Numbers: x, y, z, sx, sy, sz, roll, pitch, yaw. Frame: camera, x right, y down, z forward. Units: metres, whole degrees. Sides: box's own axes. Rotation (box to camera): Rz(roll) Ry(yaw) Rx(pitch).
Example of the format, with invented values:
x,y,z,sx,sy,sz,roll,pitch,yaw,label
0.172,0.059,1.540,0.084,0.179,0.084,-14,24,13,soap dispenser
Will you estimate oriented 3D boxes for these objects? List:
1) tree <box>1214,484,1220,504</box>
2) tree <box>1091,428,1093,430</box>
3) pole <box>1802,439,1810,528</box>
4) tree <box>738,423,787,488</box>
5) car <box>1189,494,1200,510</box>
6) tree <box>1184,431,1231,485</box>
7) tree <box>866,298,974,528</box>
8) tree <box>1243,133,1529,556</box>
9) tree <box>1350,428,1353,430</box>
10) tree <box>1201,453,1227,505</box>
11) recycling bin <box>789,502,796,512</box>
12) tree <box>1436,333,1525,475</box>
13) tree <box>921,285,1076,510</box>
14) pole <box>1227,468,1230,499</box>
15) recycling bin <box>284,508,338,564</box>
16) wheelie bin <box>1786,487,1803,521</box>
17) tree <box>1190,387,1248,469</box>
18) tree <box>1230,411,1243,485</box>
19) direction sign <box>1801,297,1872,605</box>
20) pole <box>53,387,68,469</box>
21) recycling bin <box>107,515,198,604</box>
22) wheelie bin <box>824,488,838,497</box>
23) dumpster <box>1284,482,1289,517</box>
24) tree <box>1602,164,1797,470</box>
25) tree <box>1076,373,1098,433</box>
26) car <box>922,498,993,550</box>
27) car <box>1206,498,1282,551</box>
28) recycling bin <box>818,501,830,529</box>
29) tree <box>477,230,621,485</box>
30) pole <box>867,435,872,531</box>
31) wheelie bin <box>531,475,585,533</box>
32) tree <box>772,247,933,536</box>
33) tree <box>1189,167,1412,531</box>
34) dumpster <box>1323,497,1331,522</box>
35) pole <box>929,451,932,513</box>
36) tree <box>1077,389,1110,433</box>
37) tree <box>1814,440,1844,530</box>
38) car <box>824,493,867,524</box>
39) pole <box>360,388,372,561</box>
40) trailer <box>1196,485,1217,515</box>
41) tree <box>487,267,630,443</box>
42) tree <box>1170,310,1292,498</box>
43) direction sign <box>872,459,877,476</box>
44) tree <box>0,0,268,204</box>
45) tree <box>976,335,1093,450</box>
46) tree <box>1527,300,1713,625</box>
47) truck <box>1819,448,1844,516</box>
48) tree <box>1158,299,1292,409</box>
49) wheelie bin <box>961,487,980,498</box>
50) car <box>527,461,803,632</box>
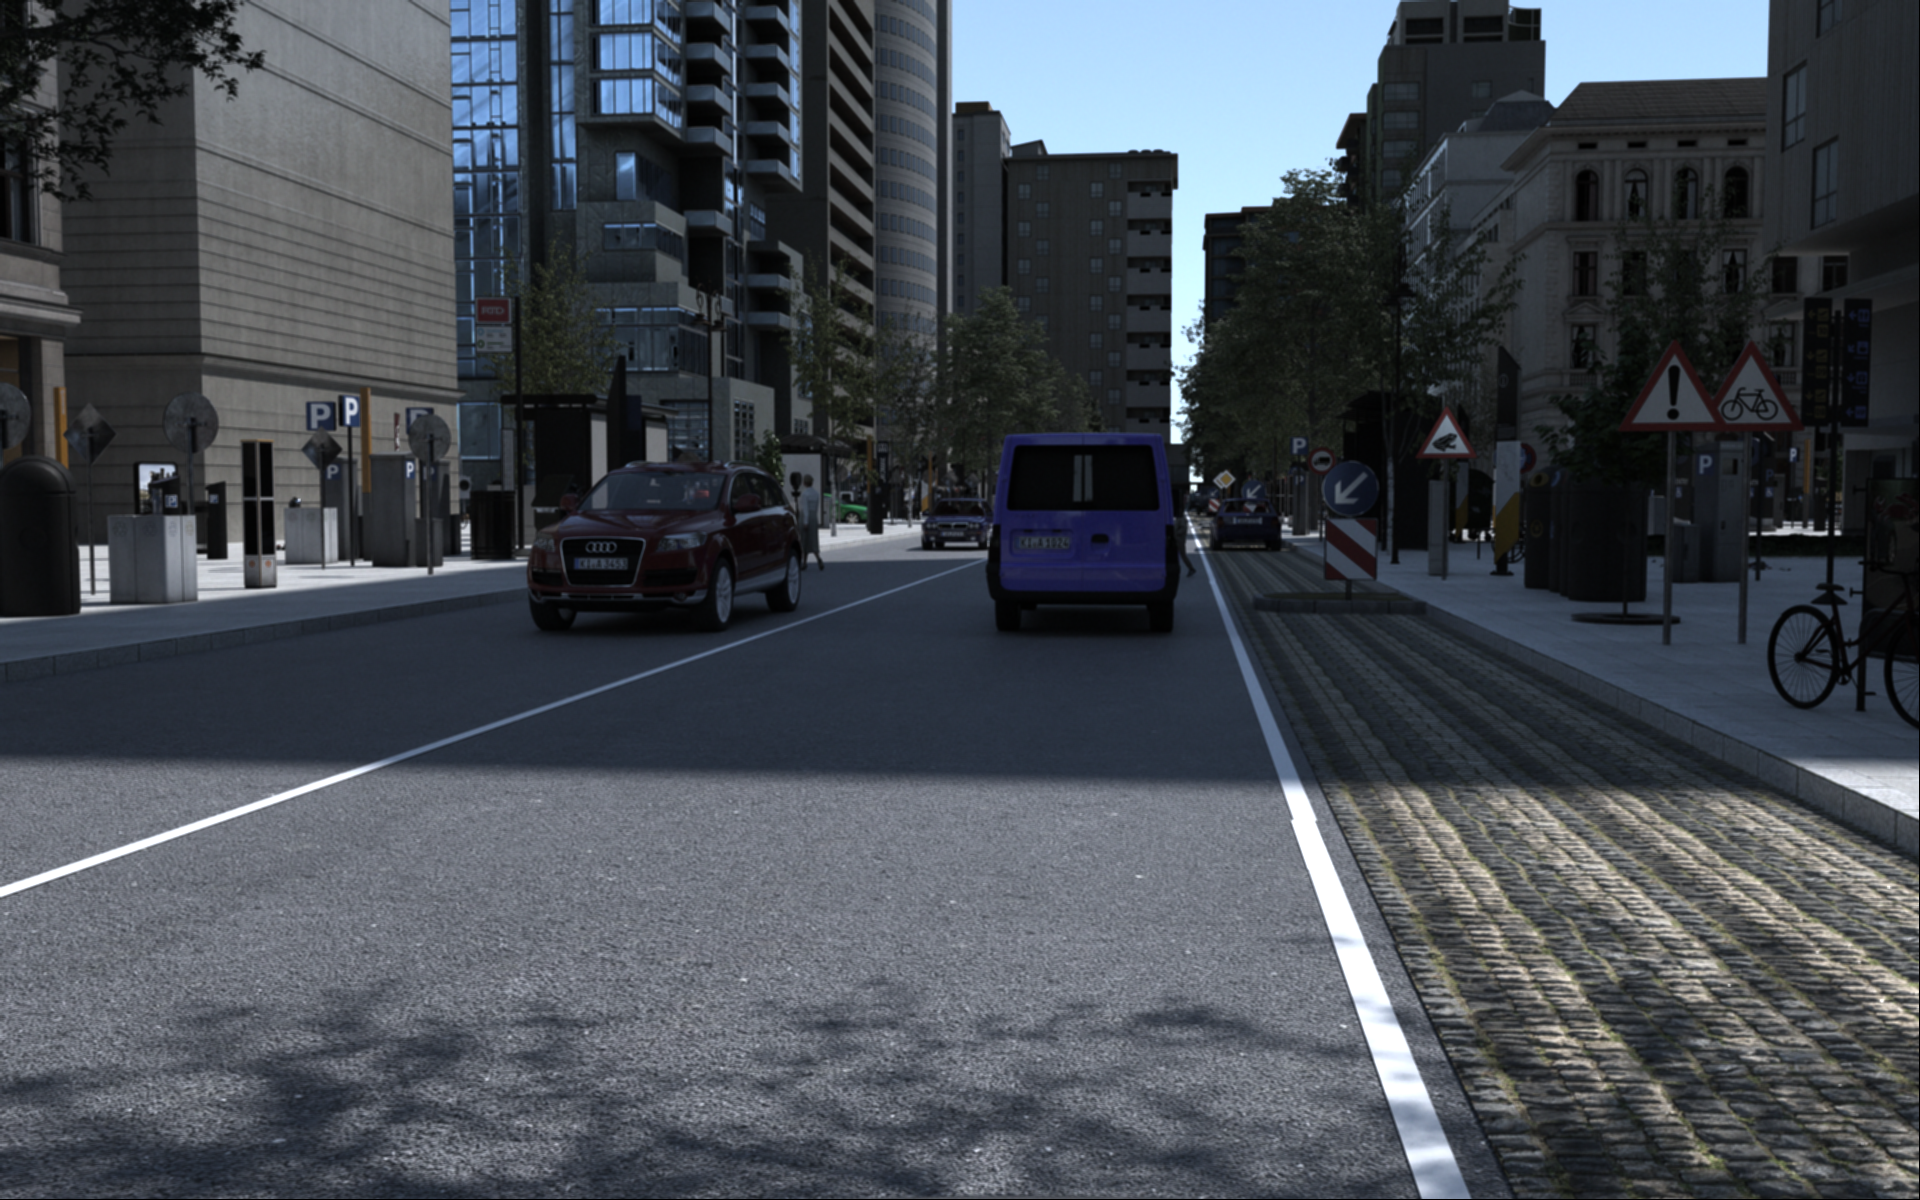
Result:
x,y,z,sx,sy,sz,roll,pitch,yaw,label
33.492,-14.230,227.263,1.663,3.219,1.824,0,3,0,tree
12.023,-13.787,175.786,4.737,8.622,4.395,0,3,0,tree
31.608,-4.332,64.675,0.158,3.312,0.155,0,3,0,pole
-5.172,-3.222,47.278,1.663,3.219,1.824,0,3,0,tree
21.527,-8.987,156.725,2.009,1.686,4.222,0,4,7,car
31.981,-17.443,219.599,8.767,10.594,7.601,3,4,36,tree
-1.691,-7.087,66.242,4.360,8.622,3.978,0,3,0,tree
9.107,-5.215,35.626,4.737,8.622,4.395,0,3,0,tree
30.917,-10.774,126.515,4.360,8.622,3.978,0,3,0,tree
30.226,-15.383,201.867,4.360,8.622,3.978,0,3,0,tree
-6.435,-3.075,62.833,0.722,1.027,0.722,-2,4,-32,recycling bin
24.116,-7.916,79.787,4.360,8.622,3.978,0,3,0,tree
1.657,-10.756,93.990,7.486,12.596,7.792,0,3,0,tree
19.855,-8.197,127.868,0.158,3.312,0.155,0,3,0,pole
-11.951,-1.184,31.907,0.722,1.027,0.722,0,4,3,recycling bin
39.381,-4.505,81.570,0.693,1.594,0.980,-1,4,-21,wheelie bin
22.785,-13.157,140.868,9.928,11.665,9.643,0,3,0,tree
15.953,-8.413,87.914,4.737,8.622,4.395,0,3,0,tree
10.148,-1.720,20.114,0.876,3.537,0.379,-1,4,-12,direction sign
-17.171,-2.403,33.131,0.158,3.312,0.155,0,3,0,pole
-9.542,-0.485,20.487,0.722,1.027,0.722,0,4,6,recycling bin
-6.325,-4.667,84.220,0.980,1.594,0.693,2,4,29,wheelie bin
15.096,-4.473,78.892,1.264,1.857,1.865,0,4,7,dumpster
16.603,-5.467,39.754,4.737,8.622,4.395,0,3,0,tree
7.344,-13.841,144.424,7.486,12.596,7.792,0,3,0,tree
0.022,-2.020,45.601,1.945,1.354,3.894,0,4,6,car
7.350,-1.967,44.738,1.945,1.354,3.894,0,4,7,car
-5.296,-3.159,64.204,0.722,1.027,0.722,-3,5,-43,recycling bin
-11.813,-6.050,49.280,4.737,8.622,4.395,0,3,0,tree
-3.108,-4.012,59.440,0.158,3.312,0.155,0,3,0,pole
-6.606,-1.261,28.518,0.980,1.594,0.693,2,4,31,wheelie bin
-3.632,-6.220,52.063,4.737,8.622,4.395,0,3,0,tree
12.296,-8.747,61.142,7.486,12.596,7.792,0,3,0,tree
17.150,-4.647,78.468,1.502,2.255,1.985,0,4,7,dumpster
-1.395,-5.358,81.445,0.158,3.312,0.155,0,3,0,pole
12.627,-16.393,185.031,9.611,12.733,9.660,0,3,0,tree
31.647,-4.159,62.599,1.663,3.219,1.824,0,3,0,tree
-5.919,-4.111,76.014,4.718,1.807,1.959,0,4,8,car
-11.387,-2.411,33.256,0.158,3.312,0.155,0,3,0,pole
16.104,-6.461,112.687,1.471,1.999,3.904,0,4,5,trailer
-12.793,-6.425,55.408,4.360,8.622,3.978,0,3,0,tree
19.578,-13.123,121.211,9.857,13.997,8.962,0,3,0,tree
-5.286,-7.274,110.933,0.876,3.537,0.379,0,4,-6,direction sign
-8.567,-4.744,11.982,8.767,10.594,7.601,-1,4,-16,tree
5.487,-13.487,130.886,12.009,13.543,11.850,0,3,0,tree
6.744,-1.401,17.509,1.663,3.219,1.824,0,3,0,tree
39.923,-4.620,71.468,9.791,3.379,3.469,0,4,5,truck
25.752,-19.066,167.614,12.611,20.169,13.585,0,3,0,tree
0.529,-4.584,82.862,0.980,1.594,0.693,-3,5,-43,wheelie bin
-3.218,-0.680,19.789,2.281,1.827,5.304,0,4,8,car
